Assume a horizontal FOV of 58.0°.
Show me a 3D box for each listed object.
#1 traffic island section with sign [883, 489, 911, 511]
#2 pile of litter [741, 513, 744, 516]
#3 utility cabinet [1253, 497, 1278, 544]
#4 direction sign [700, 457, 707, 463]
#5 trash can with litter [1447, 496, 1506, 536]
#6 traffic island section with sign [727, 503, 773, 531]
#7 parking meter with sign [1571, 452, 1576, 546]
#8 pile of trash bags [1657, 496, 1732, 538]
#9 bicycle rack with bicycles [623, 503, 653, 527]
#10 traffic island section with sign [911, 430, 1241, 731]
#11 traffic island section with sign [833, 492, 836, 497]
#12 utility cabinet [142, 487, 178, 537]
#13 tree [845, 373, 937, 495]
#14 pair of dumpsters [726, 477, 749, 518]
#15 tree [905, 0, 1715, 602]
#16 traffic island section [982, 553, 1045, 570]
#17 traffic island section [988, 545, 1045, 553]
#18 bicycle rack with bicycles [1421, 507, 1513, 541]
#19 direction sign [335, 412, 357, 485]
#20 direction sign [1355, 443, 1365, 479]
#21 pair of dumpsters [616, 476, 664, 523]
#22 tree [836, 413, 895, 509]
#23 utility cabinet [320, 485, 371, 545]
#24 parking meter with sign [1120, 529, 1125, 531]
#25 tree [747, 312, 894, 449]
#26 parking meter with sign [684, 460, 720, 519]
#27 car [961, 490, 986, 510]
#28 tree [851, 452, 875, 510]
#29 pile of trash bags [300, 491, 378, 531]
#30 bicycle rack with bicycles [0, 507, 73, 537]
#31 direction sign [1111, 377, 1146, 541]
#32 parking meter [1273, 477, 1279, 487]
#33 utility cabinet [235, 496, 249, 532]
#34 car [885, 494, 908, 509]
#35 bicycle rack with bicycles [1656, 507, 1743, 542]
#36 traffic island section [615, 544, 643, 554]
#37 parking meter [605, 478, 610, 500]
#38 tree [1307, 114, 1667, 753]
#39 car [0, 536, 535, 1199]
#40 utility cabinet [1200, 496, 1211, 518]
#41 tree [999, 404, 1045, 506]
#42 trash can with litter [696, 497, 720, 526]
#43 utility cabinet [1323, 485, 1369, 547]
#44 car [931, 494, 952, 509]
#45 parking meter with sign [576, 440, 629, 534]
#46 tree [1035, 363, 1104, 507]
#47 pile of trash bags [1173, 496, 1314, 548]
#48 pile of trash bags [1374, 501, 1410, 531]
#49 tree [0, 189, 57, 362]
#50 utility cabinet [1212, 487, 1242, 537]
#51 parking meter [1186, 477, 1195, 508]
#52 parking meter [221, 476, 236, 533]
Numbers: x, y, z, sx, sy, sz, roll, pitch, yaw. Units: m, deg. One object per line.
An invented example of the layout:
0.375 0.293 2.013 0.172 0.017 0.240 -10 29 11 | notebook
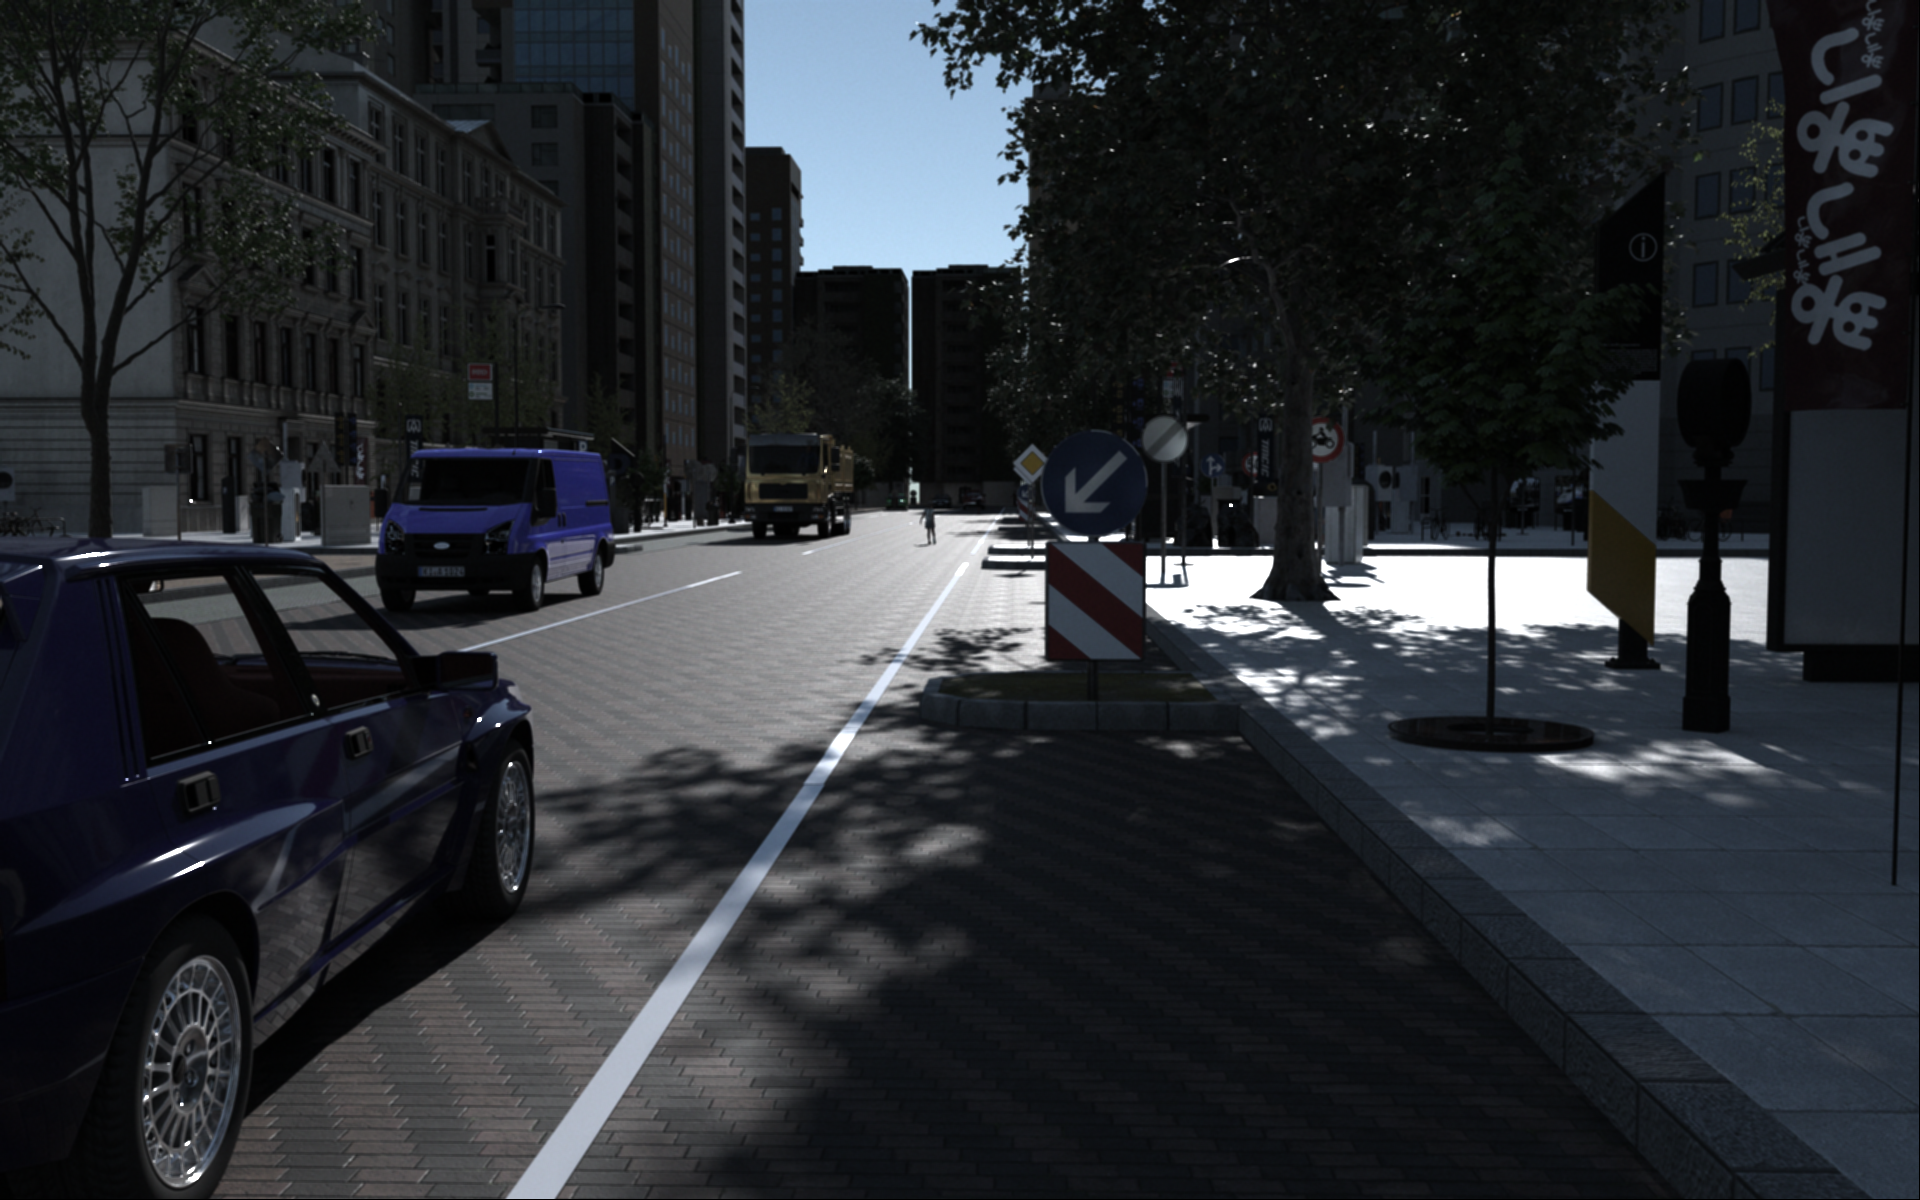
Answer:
-5.430 -8.398 145.927 1.989 1.847 2.006 0 4 2 | traffic island section with sign
-12.209 -5.232 99.504 1.176 0.858 1.719 0 4 0 | pile of litter
8.027 -2.028 44.319 1.020 1.237 0.306 -1 4 -20 | utility cabinet
-15.578 -6.929 105.292 0.379 3.537 0.876 1 4 21 | direction sign
15.777 -2.559 52.899 2.233 1.210 1.678 -1 4 -14 | trash can with litter
-7.893 -3.579 67.145 1.989 1.847 2.006 0 4 2 | traffic island section with sign
15.937 -2.832 42.563 1.738 3.016 0.543 2 4 34 | parking meter with sign
21.097 -2.543 51.330 3.447 1.369 1.912 2 4 31 | pile of trash bags
-13.444 -3.299 67.323 2.925 0.926 2.852 -1 4 -8 | bicycle rack with bicycles
0.747 -0.174 11.465 1.989 1.847 2.006 0 4 2 | traffic island section with sign
-7.047 -5.227 94.087 1.989 1.847 2.006 0 4 2 | traffic island section with sign
-23.996 -2.645 51.925 0.318 1.500 1.173 1 4 13 | utility cabinet
-7.332 -16.778 180.979 9.857 13.997 8.962 0 3 0 | tree
-11.822 -5.609 94.200 1.574 2.255 4.437 0 4 2 | pair of dumpsters
4.156 -6.339 20.656 9.611 12.733 9.660 0 3 0 | tree
1.451 -0.732 34.246 2.009 0.180 2.903 0 4 2 | traffic island section
1.699 -1.220 42.227 2.009 0.180 2.903 0 4 2 | traffic island section
14.074 -2.130 48.212 2.852 0.926 2.925 2 4 24 | bicycle rack with bicycles
-17.097 -3.443 48.298 0.379 3.537 0.876 1 4 19 | direction sign
17.676 -5.179 76.681 0.379 3.537 0.876 -1 4 -13 | direction sign
-14.275 -4.548 76.857 1.574 2.255 4.437 0 4 2 | pair of dumpsters
-8.827 -12.356 152.384 4.737 8.622 4.395 0 3 0 | tree
-15.361 -2.119 43.318 0.318 1.500 1.173 3 5 44 | utility cabinet
5.060 -3.904 60.087 0.543 3.016 1.738 -3 4 -39 | parking meter with sign
-9.323 -12.631 116.885 12.009 13.543 11.850 0 3 0 | tree
-13.015 -5.585 87.571 1.738 3.016 0.543 1 4 17 | parking meter with sign
1.261 -9.200 159.093 2.281 1.827 5.304 0 3 0 | car
-8.148 -9.321 136.114 4.285 4.588 4.351 0 3 0 | tree
-21.400 -3.068 59.910 3.447 1.369 1.912 2 4 25 | pile of trash bags
-26.212 -2.090 47.556 2.852 0.926 2.925 2 4 27 | bicycle rack with bicycles
3.149 -2.479 32.521 0.379 3.537 0.876 -3 5 -40 | direction sign
10.029 -3.051 55.603 0.255 1.863 0.399 -3 4 -36 | parking meter
-24.698 -2.948 59.355 0.306 1.237 1.020 0 4 -6 | utility cabinet
-5.482 -8.663 150.442 1.959 1.807 4.718 0 4 1 | car
19.915 -2.088 47.517 2.925 0.926 2.852 -2 4 -31 | bicycle rack with bicycles
-8.987 -1.241 42.564 2.009 0.180 2.903 0 4 2 | traffic island section
-11.350 -3.015 55.010 0.255 1.863 0.399 3 5 44 | parking meter
2.807 -0.873 8.870 1.663 3.219 1.824 0 3 0 | tree
-2.355 0.483 4.690 1.945 1.354 3.894 0 4 0 | car
8.424 -2.878 58.210 0.306 1.237 1.020 -1 4 -16 | utility cabinet
8.882 -17.065 185.675 9.857 13.997 8.962 0 3 0 | tree
-10.251 -3.593 70.133 1.055 1.170 0.624 0 4 4 | trash can with litter
9.285 -2.036 41.973 1.173 1.500 0.318 2 4 34 | utility cabinet
-1.714 -9.412 163.672 2.009 1.686 4.222 0 4 3 | car
-11.553 -3.664 56.165 1.738 3.016 0.543 1 4 23 | parking meter with sign
5.514 -8.494 89.238 4.737 8.622 4.395 0 3 0 | tree
6.899 -1.987 42.243 3.447 1.369 1.912 1 4 10 | pile of trash bags
14.930 -3.161 61.438 1.912 1.369 3.447 0 4 6 | pile of trash bags
-18.807 -4.943 31.186 4.360 8.622 3.978 0 3 0 | tree
7.886 -2.596 51.130 0.318 1.500 1.173 -1 4 -21 | utility cabinet
7.639 -3.203 58.086 0.399 1.863 0.255 3 5 40 | parking meter
-23.876 -3.108 56.529 0.399 1.863 0.255 2 4 32 | parking meter
